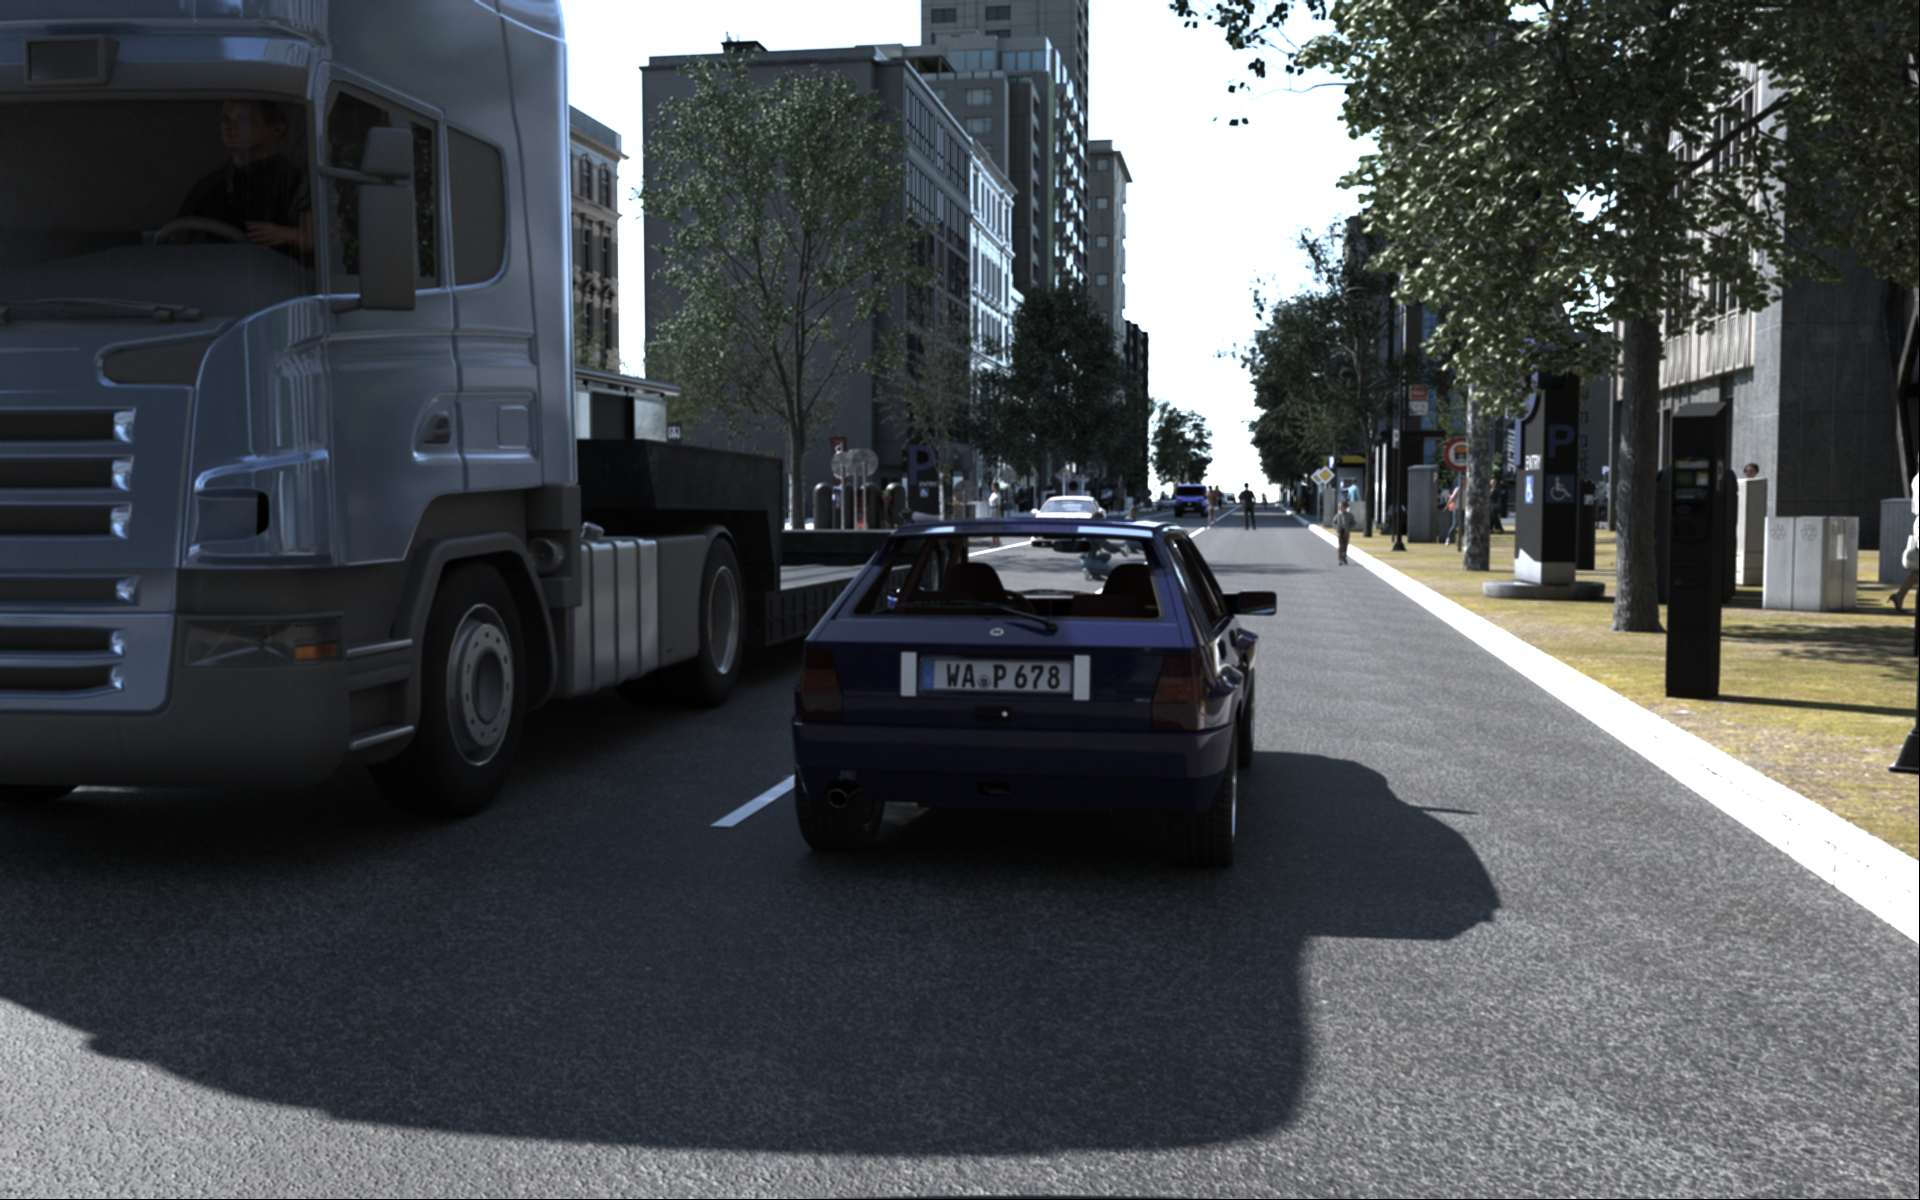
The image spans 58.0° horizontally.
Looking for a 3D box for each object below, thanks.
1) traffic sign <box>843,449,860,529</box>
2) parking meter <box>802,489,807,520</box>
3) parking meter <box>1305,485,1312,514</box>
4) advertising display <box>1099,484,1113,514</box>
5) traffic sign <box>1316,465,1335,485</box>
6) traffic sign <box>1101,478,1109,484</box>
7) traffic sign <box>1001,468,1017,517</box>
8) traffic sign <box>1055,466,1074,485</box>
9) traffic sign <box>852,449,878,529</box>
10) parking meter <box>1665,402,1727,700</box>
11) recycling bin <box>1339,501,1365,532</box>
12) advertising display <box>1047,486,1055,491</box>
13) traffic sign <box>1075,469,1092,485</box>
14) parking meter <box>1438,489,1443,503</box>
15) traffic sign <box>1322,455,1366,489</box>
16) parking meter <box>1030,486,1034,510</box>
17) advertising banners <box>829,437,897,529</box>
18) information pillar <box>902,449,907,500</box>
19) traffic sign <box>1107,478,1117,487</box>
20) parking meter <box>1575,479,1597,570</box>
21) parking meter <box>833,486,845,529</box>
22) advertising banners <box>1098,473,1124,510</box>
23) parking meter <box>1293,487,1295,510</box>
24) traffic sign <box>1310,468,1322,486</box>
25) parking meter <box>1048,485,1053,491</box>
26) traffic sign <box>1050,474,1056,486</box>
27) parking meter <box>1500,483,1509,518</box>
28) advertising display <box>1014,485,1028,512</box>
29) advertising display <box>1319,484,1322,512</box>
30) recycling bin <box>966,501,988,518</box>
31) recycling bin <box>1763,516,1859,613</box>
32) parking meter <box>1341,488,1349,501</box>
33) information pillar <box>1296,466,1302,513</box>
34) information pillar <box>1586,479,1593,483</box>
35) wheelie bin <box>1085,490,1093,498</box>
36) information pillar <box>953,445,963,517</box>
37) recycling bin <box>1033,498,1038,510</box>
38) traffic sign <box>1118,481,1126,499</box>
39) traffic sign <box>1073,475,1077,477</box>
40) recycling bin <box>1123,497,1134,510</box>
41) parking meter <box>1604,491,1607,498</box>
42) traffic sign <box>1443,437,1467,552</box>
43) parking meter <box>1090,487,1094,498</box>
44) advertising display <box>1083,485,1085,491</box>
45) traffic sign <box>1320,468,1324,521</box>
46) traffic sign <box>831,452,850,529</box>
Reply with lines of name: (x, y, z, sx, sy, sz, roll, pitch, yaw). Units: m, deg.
traffic sign: (-2.946, -2.985, 48.910, 0.768, 2.556, 0.104, 1, 4, 19)
parking meter: (-7.691, -4.669, 84.748, 0.372, 1.533, 0.369, 0, 3, 0)
parking meter: (23.024, -6.648, 114.409, 0.399, 1.863, 0.255, -2, 4, -29)
advertising display: (9.569, -6.629, 113.600, 0.974, 1.923, 0.123, -1, 4, -18)
traffic sign: (14.861, -4.171, 70.380, 0.795, 2.593, 0.064, 1, 4, 10)
traffic sign: (11.089, -8.052, 131.758, 0.768, 2.556, 0.104, 1, 4, 19)
traffic sign: (2.355, -5.125, 83.894, 0.768, 2.556, 0.104, 1, 4, 16)
traffic sign: (4.325, -4.283, 72.211, 0.795, 2.593, 0.064, 1, 4, 10)
traffic sign: (-2.673, -2.961, 48.514, 0.768, 2.556, 0.104, 1, 4, 12)
parking meter: (4.643, -0.319, 10.926, 0.255, 1.863, 0.399, 3, 4, 36)
recycling bin: (13.376, -2.836, 58.922, 0.722, 1.027, 0.722, -1, 4, -18)
advertising display: (7.591, -8.529, 144.655, 0.123, 1.923, 0.974, 3, 5, 42)
traffic sign: (5.682, -4.764, 80.080, 0.795, 2.593, 0.064, 1, 4, 10)
parking meter: (18.261, -3.536, 66.226, 0.372, 1.533, 0.369, 0, 3, 0)
traffic sign: (20.144, -5.930, 90.830, 2.265, 3.308, 0.079, 1, 4, 15)
parking meter: (5.532, -7.748, 132.398, 0.255, 1.863, 0.399, 0, 4, -3)
advertising banners: (-2.963, -3.480, 53.085, 2.074, 3.025, 0.090, 0, 3, 0)
information pillar: (-2.728, -5.934, 88.371, 0.504, 3.616, 0.183, 0, 4, 6)
traffic sign: (11.502, -8.006, 131.006, 0.768, 2.556, 0.104, 1, 4, 18)
parking meter: (10.559, -1.278, 29.312, 0.372, 1.533, 0.369, 0, 3, 0)
parking meter: (-3.775, -2.781, 53.883, 0.372, 1.533, 0.369, 0, 3, 0)
advertising banners: (12.625, -9.023, 143.721, 2.074, 3.025, 0.090, -1, 4, -14)
parking meter: (26.830, -8.120, 138.469, 0.255, 1.863, 0.399, -1, 4, -17)
traffic sign: (16.218, -4.652, 78.250, 0.795, 2.593, 0.064, 1, 4, 10)
parking meter: (5.799, -6.428, 110.816, 0.255, 1.863, 0.399, 1, 4, 9)
traffic sign: (6.186, -6.818, 111.586, 0.768, 2.556, 0.104, 1, 4, 15)
parking meter: (28.974, -5.289, 92.185, 0.399, 1.863, 0.255, 2, 4, 32)
advertising display: (4.305, -7.127, 121.735, 0.974, 1.923, 0.123, 0, 4, -1)
advertising display: (23.573, -6.541, 112.157, 0.974, 1.923, 0.123, -2, 4, -30)
recycling bin: (0.546, -3.005, 61.681, 0.722, 1.027, 0.722, 1, 4, 22)
recycling bin: (9.399, -0.403, 19.138, 0.722, 1.027, 0.722, -3, 4, -37)
parking meter: (15.041, -3.616, 67.537, 0.372, 1.533, 0.369, 0, 3, 0)
information pillar: (22.721, -7.625, 116.020, 0.183, 3.616, 0.504, 3, 5, 44)
information pillar: (31.082, -4.965, 85.672, 0.304, 2.012, 0.304, 1, 4, 11)
wheelie bin: (10.838, -8.518, 147.173, 0.980, 1.594, 0.693, -2, 4, -34)
information pillar: (-0.105, -5.579, 82.571, 0.504, 3.616, 0.183, 1, 4, 20)
recycling bin: (5.332, -6.406, 117.300, 0.722, 1.027, 0.722, 0, 4, 4)
traffic sign: (12.417, -7.977, 132.556, 0.606, 2.300, 0.079, 1, 4, 18)
traffic sign: (7.748, -7.086, 115.954, 0.768, 2.556, 0.104, 1, 4, 14)
recycling bin: (13.604, -7.830, 140.570, 0.722, 1.027, 0.722, -2, 4, -31)
parking meter: (52.839, -8.167, 141.947, 0.372, 1.533, 0.369, 0, 3, 0)
traffic sign: (11.114, -2.346, 38.458, 0.768, 2.556, 0.104, 1, 4, 14)
parking meter: (11.326, -8.740, 148.609, 0.255, 1.863, 0.399, -2, 4, -29)
advertising display: (7.709, -6.620, 113.455, 0.974, 1.923, 0.123, 0, 4, 0)
traffic sign: (17.381, -5.062, 82.873, 0.768, 2.556, 0.104, 1, 4, 12)
traffic sign: (-3.523, -3.172, 51.974, 0.768, 2.556, 0.104, 1, 4, 18)
